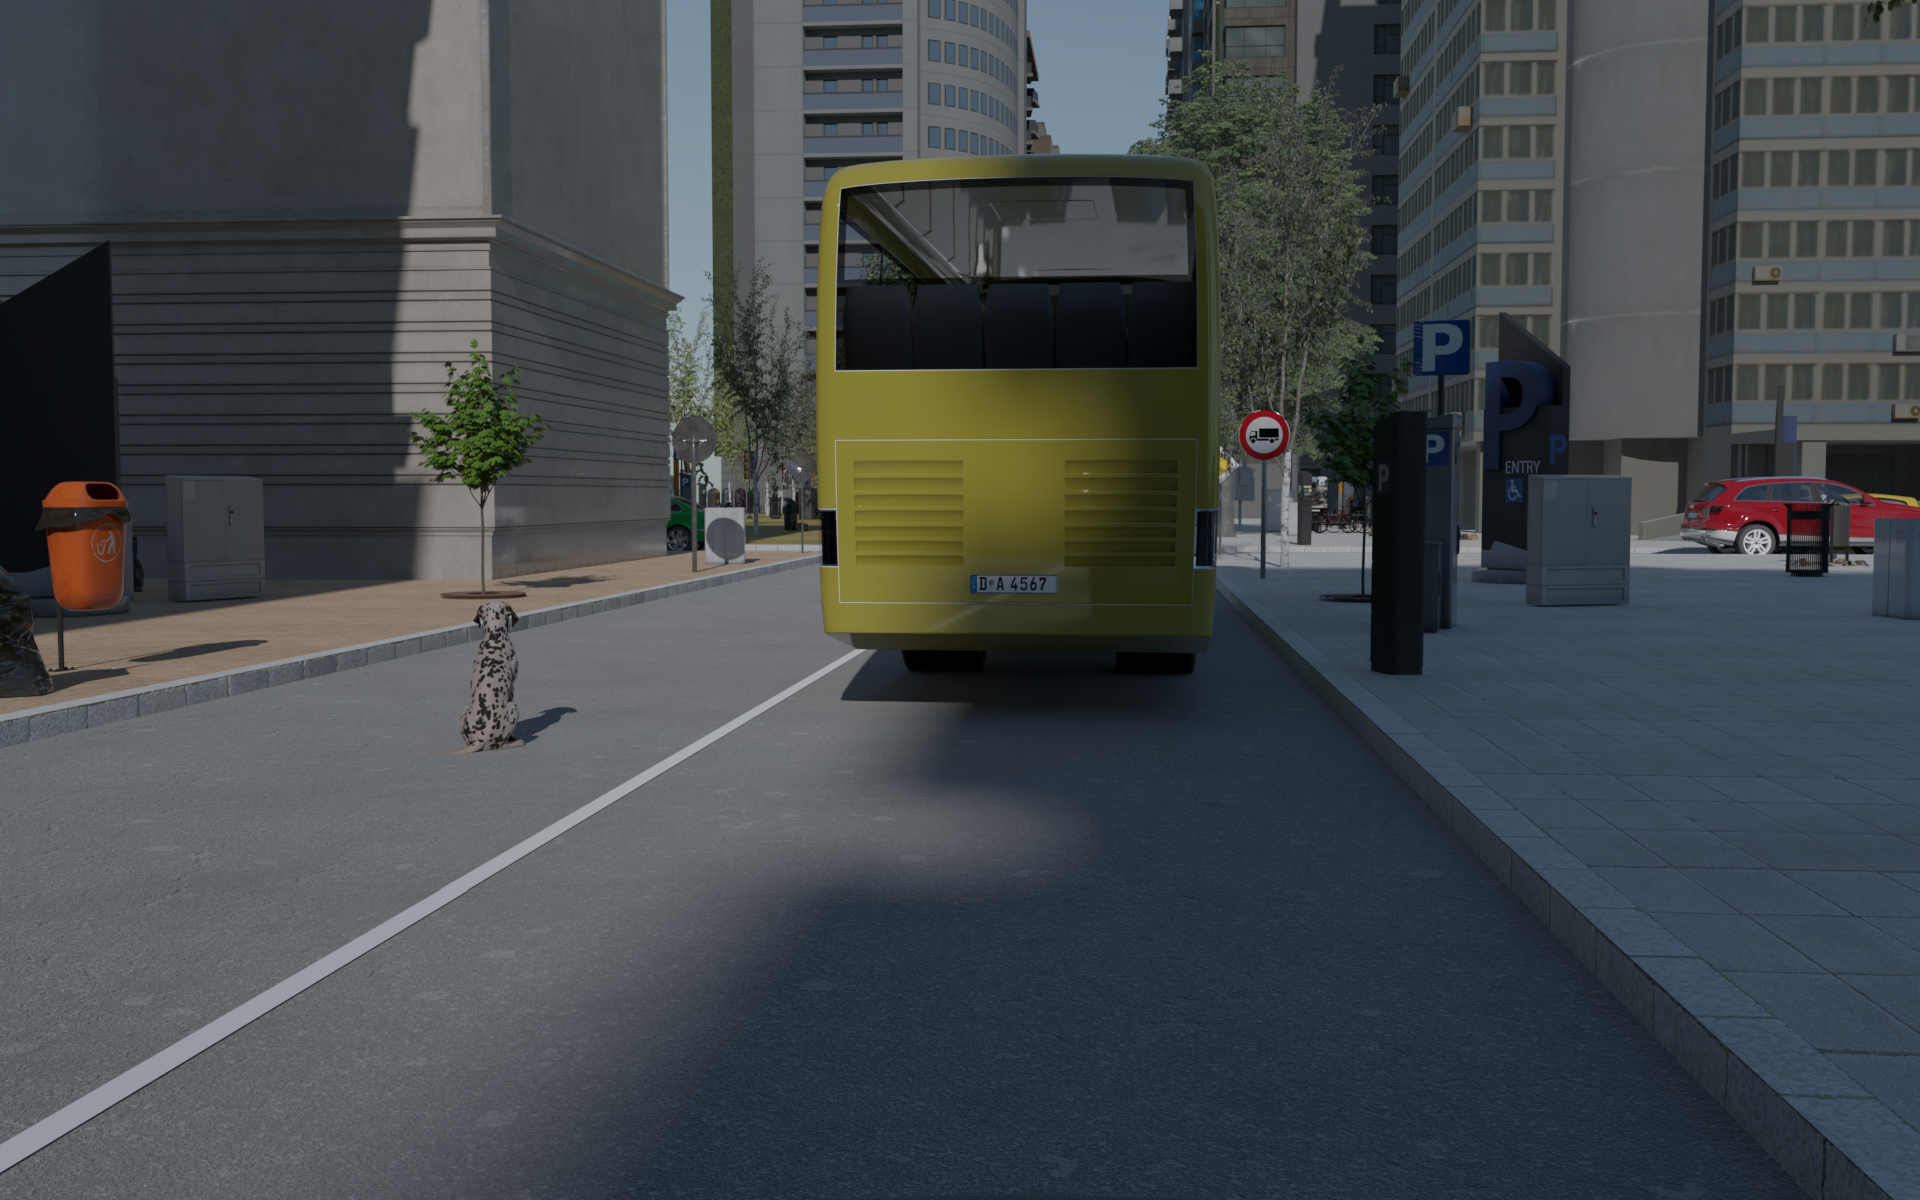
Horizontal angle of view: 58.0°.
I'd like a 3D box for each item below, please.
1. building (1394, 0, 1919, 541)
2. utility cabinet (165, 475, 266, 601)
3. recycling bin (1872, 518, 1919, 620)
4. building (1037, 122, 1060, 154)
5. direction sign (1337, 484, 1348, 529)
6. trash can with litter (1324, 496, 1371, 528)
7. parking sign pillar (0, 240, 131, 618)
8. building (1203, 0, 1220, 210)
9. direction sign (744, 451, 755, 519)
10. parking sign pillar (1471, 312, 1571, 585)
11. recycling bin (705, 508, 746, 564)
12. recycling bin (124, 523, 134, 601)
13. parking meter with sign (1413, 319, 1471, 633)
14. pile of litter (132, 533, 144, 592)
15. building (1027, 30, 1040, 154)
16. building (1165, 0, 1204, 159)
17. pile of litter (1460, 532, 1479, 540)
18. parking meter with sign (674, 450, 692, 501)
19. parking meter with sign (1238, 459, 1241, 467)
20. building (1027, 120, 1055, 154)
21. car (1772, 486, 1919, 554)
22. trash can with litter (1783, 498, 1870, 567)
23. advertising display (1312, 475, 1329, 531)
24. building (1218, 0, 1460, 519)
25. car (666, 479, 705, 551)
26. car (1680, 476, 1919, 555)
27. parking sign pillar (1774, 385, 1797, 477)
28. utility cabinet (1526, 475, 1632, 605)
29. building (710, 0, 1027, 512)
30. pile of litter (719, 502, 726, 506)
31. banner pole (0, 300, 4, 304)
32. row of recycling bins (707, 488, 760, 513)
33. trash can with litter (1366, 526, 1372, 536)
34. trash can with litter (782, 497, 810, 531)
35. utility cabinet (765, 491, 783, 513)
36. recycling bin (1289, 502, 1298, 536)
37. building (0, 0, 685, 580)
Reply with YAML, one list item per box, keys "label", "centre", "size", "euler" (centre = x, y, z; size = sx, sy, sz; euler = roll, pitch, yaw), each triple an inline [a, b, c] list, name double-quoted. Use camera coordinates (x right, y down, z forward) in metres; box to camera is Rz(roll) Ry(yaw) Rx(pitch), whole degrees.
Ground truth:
- label: "building"
  centre: [28.660, -22.521, 60.106]
  size: [23.993, 40.220, 32.217]
  euler: [0, 4, 5]
- label: "utility cabinet"
  centre: [-8.989, -0.751, 20.958]
  size: [0.318, 1.500, 1.173]
  euler: [2, 4, 27]
- label: "recycling bin"
  centre: [10.014, -0.333, 17.994]
  size: [0.722, 1.027, 0.722]
  euler: [0, 3, 0]
- label: "building"
  centre: [2.769, -37.082, 229.987]
  size: [21.300, 48.544, 21.600]
  euler: [0, 4, 5]
- label: "direction sign"
  centre: [14.119, -4.393, 63.822]
  size: [0.379, 3.537, 0.876]
  euler: [-1, 4, -13]
- label: "trash can with litter"
  centre: [15.347, -3.365, 66.073]
  size: [2.233, 1.210, 1.678]
  euler: [-3, 5, -41]
- label: "parking sign pillar"
  centre: [-9.692, -1.834, 18.451]
  size: [1.447, 3.967, 1.447]
  euler: [-1, 4, -19]
- label: "building"
  centre: [26.383, -42.130, 127.076]
  size: [20.563, 71.187, 20.611]
  euler: [0, 4, 5]
- label: "direction sign"
  centre: [-11.002, -6.027, 90.539]
  size: [0.379, 3.537, 0.876]
  euler: [2, 4, 32]
- label: "parking sign pillar"
  centre: [8.202, -2.242, 25.132]
  size: [1.447, 3.967, 1.447]
  euler: [-2, 4, -26]
- label: "recycling bin"
  centre: [-4.328, -1.187, 31.960]
  size: [0.722, 1.027, 0.722]
  euler: [0, 4, -6]
- label: "recycling bin"
  centre: [-10.296, -0.488, 20.541]
  size: [0.722, 1.027, 0.722]
  euler: [0, 4, -8]
- label: "parking meter with sign"
  centre: [4.549, -1.250, 16.694]
  size: [0.543, 3.016, 1.738]
  euler: [1, 4, 20]
- label: "pile of litter"
  centre: [-11.334, -0.542, 22.819]
  size: [1.176, 0.858, 1.719]
  euler: [0, 4, -7]
- label: "building"
  centre: [-3.956, -31.098, 163.081]
  size: [22.147, 44.769, 28.867]
  euler: [0, 4, 5]
- label: "building"
  centre: [29.375, -32.628, 153.068]
  size: [23.786, 49.044, 30.456]
  euler: [0, 4, 5]
- label: "pile of litter"
  centre: [14.016, -2.134, 48.849]
  size: [1.176, 0.858, 1.719]
  euler: [0, 4, 8]
- label: "parking meter with sign"
  centre: [-9.616, -3.981, 61.344]
  size: [0.543, 3.016, 1.738]
  euler: [0, 4, 7]
- label: "parking meter with sign"
  centre: [12.982, -5.471, 85.714]
  size: [1.738, 3.016, 0.543]
  euler: [1, 4, 16]
- label: "building"
  centre: [4.446, -34.356, 211.831]
  size: [14.600, 45.320, 14.200]
  euler: [0, 4, 5]
- label: "car"
  centre: [20.351, -1.828, 40.108]
  size: [3.980, 1.641, 2.015]
  euler: [0, 4, 7]
- label: "trash can with litter"
  centre: [15.494, -1.228, 31.142]
  size: [2.233, 1.210, 1.678]
  euler: [-2, 4, -32]
- label: "advertising display"
  centre: [12.318, -3.361, 60.161]
  size: [0.974, 1.923, 0.123]
  euler: [2, 4, 25]
- label: "building"
  centre: [21.159, -19.798, 95.402]
  size: [14.160, 30.474, 14.107]
  euler: [0, 4, 5]
- label: "car"
  centre: [-8.001, -2.047, 42.259]
  size: [4.718, 1.807, 1.959]
  euler: [0, 4, 5]
- label: "car"
  centre: [18.671, -1.794, 38.002]
  size: [5.304, 1.827, 2.281]
  euler: [0, 4, 4]
- label: "parking sign pillar"
  centre: [20.658, -3.361, 43.432]
  size: [1.447, 3.967, 1.447]
  euler: [2, 4, 23]
- label: "utility cabinet"
  centre: [7.107, -0.684, 19.867]
  size: [1.173, 1.500, 0.318]
  euler: [-1, 4, -16]
- label: "building"
  centre: [-6.116, -36.221, 134.211]
  size: [21.231, 58.520, 28.212]
  euler: [0, 4, 5]
- label: "pile of litter"
  centre: [-13.397, -5.126, 97.781]
  size: [1.719, 0.858, 1.176]
  euler: [0, 4, -3]
- label: "banner pole"
  centre: [-12.486, -1.972, 22.258]
  size: [0.401, 3.779, 0.863]
  euler: [2, 4, 26]
- label: "row of recycling bins"
  centre: [-15.358, -6.743, 117.363]
  size: [3.534, 1.692, 1.069]
  euler: [-1, 4, -17]
- label: "trash can with litter"
  centre: [12.912, -2.524, 52.648]
  size: [1.055, 1.170, 0.624]
  euler: [-2, 4, -26]
- label: "trash can with litter"
  centre: [-5.692, -3.004, 60.497]
  size: [1.055, 1.170, 0.624]
  euler: [2, 4, 33]
- label: "utility cabinet"
  centre: [-12.231, -6.436, 113.912]
  size: [1.173, 1.500, 0.318]
  euler: [0, 4, -5]
- label: "recycling bin"
  centre: [10.288, -2.472, 52.968]
  size: [0.722, 1.027, 0.722]
  euler: [2, 4, 32]
- label: "building"
  centre: [-16.212, -11.919, 31.032]
  size: [21.152, 22.565, 11.583]
  euler: [0, 4, 5]
